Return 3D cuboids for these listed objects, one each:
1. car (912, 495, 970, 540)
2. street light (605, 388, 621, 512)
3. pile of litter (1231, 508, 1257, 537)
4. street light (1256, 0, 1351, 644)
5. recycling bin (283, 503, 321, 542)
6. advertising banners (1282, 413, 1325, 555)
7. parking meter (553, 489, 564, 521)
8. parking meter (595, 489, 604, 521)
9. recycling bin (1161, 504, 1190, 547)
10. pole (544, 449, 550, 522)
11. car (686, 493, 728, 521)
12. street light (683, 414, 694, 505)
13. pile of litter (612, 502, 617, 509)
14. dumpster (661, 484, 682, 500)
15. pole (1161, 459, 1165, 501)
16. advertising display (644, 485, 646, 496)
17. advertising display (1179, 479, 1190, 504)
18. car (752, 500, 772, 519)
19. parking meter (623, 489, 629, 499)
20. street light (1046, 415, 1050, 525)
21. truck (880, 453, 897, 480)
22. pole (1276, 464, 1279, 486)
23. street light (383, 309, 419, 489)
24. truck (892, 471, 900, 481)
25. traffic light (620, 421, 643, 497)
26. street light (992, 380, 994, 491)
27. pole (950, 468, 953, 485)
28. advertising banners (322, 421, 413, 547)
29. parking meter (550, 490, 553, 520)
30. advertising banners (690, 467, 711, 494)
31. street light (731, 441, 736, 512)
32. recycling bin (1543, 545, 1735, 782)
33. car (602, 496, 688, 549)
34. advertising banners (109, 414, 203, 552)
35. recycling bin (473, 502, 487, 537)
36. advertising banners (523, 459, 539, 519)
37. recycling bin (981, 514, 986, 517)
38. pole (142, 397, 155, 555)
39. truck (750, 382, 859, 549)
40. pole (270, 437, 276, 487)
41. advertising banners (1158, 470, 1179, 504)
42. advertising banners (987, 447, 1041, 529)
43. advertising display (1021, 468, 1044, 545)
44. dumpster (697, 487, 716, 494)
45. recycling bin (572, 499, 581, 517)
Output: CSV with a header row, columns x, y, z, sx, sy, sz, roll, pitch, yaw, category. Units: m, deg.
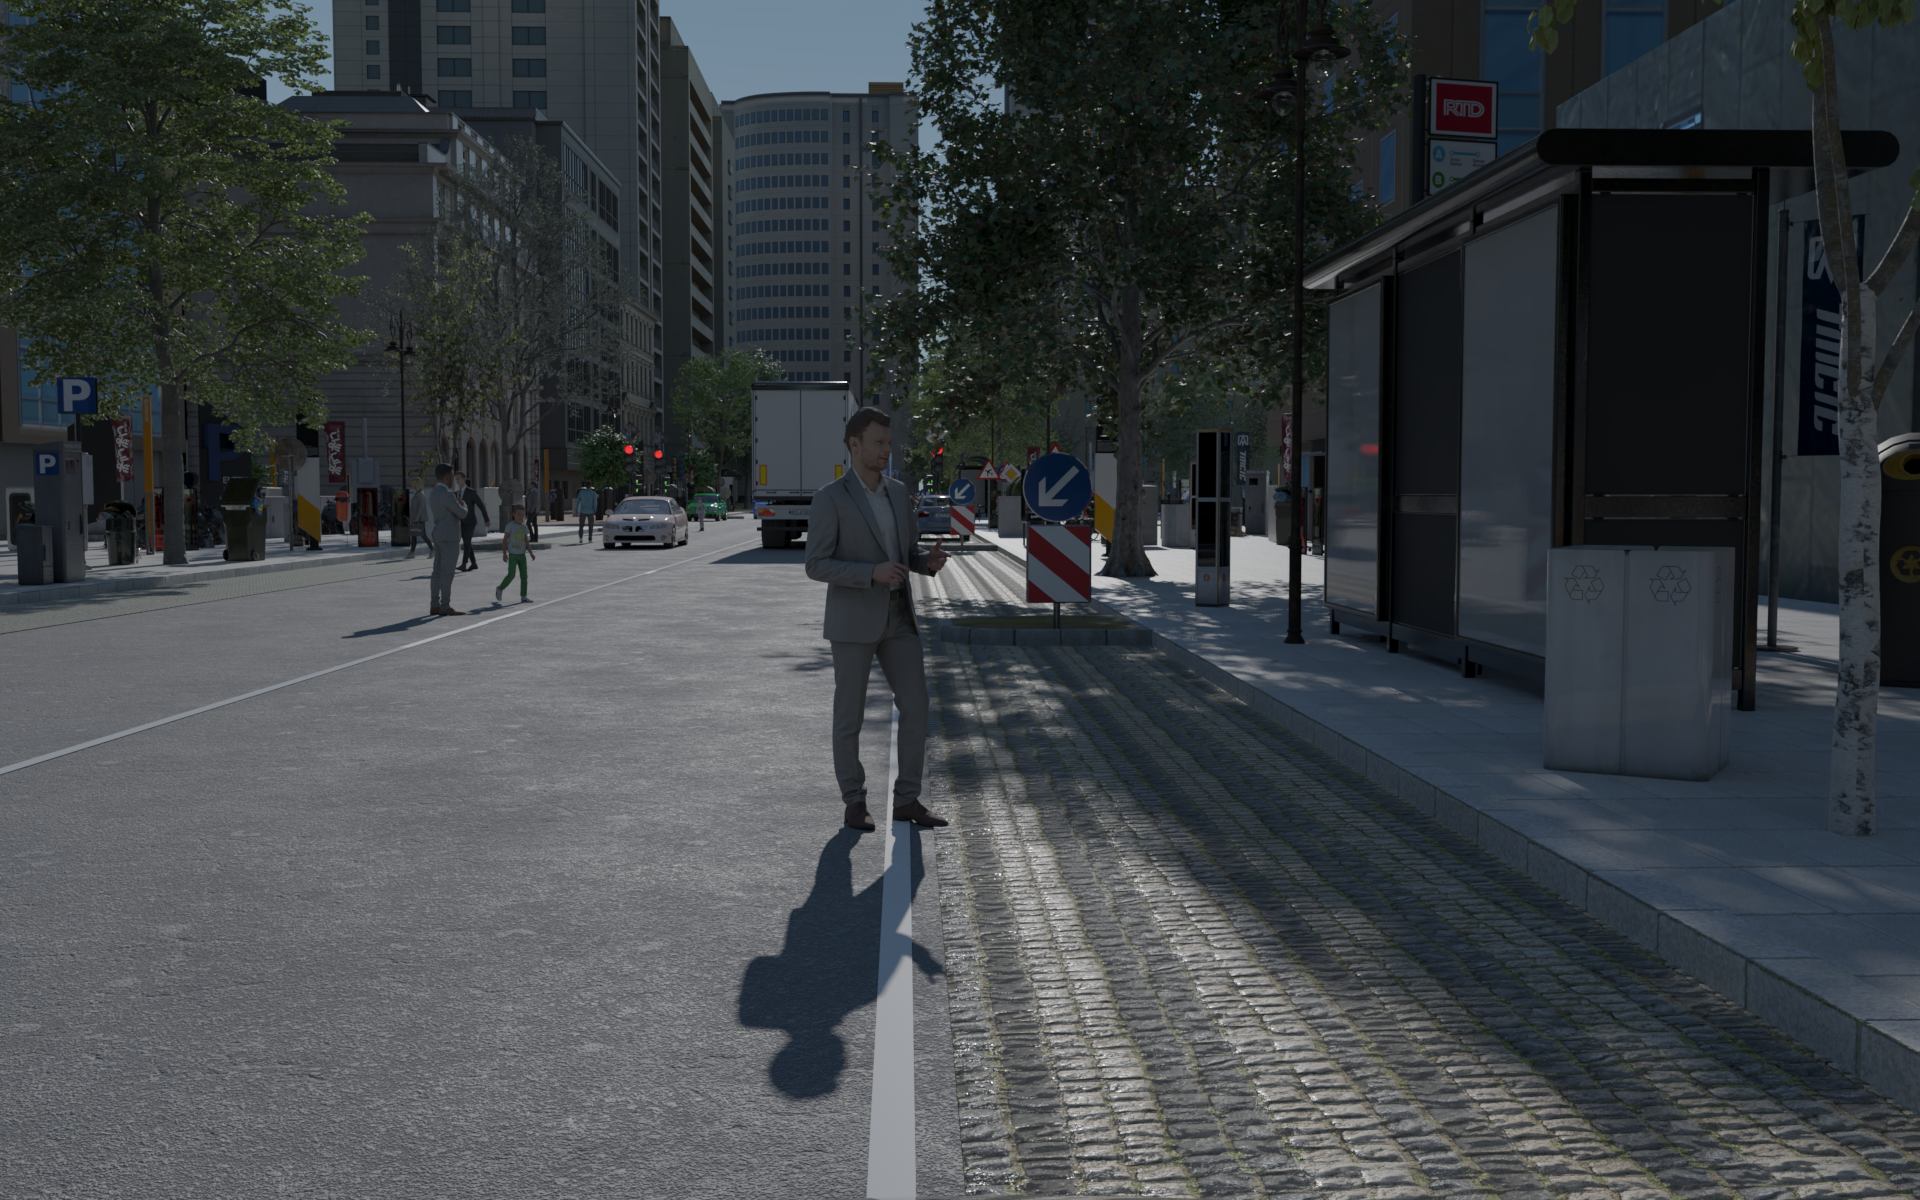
x,y,z,sx,sy,sz,roll,pitch,yaw,category
-0.600,-2.598,54.472,2.014,1.417,4.499,0,4,-2,car
-14.965,-6.236,74.752,0.468,5.910,1.993,0,4,-2,street light
8.179,-2.369,52.698,1.176,0.858,1.719,-3,4,-37,pile of litter
2.879,-2.565,14.728,0.468,5.910,1.993,0,4,-2,street light
-17.731,-2.088,46.691,0.722,1.027,0.722,1,4,10,recycling bin
7.317,-2.495,36.980,0.090,3.025,2.074,-1,4,-15,advertising banners
-18.945,-4.502,82.019,0.372,1.533,0.369,0,3,0,parking meter
-18.956,-5.061,91.159,0.372,1.533,0.369,0,3,0,parking meter
5.393,-1.817,42.255,0.722,1.027,0.722,-2,4,-26,recycling bin
-18.876,-5.217,79.140,0.158,3.312,0.155,0,3,0,pole
-13.384,-5.062,91.562,1.959,1.807,4.718,0,4,-1,car
-15.764,-7.826,100.751,0.468,5.910,1.993,0,4,-2,street light
-18.184,-4.828,92.894,1.176,0.858,1.719,-1,4,-22,pile of litter
-17.468,-6.029,104.337,1.264,1.857,1.865,0,4,-2,dumpster
11.651,-6.467,99.578,0.158,3.312,0.155,0,3,0,pole
-23.422,-7.429,126.679,0.974,1.923,0.123,-1,4,-10,advertising display
9.853,-4.335,76.085,0.123,1.923,0.974,2,4,31,advertising display
-11.030,-5.548,100.304,1.945,1.707,3.694,0,4,-2,car
-21.292,-6.310,111.571,0.372,1.533,0.369,0,3,0,parking meter
2.067,-4.140,40.470,0.468,5.910,1.993,0,4,-2,street light
-4.846,-6.229,91.597,2.967,4.110,18.799,0,4,-2,truck
21.387,-7.509,116.610,0.158,3.312,0.155,0,3,0,pole
-13.994,-4.326,43.526,0.468,5.910,1.993,0,4,-2,street light
-7.838,-12.509,194.276,2.967,4.110,18.799,0,4,-2,truck
-12.656,-4.751,66.593,0.839,4.253,0.868,0,4,-2,traffic light
1.249,-5.711,66.159,0.468,5.910,1.993,0,4,-2,street light
-0.627,-7.920,123.330,0.158,3.312,0.155,0,3,0,pole
-14.307,-2.795,41.887,2.074,3.025,0.090,-2,4,-25,advertising banners
-20.166,-4.747,86.016,0.372,1.533,0.369,0,3,0,parking meter
-16.443,-6.947,109.764,2.074,3.025,0.090,3,4,38,advertising banners
-16.568,-9.398,126.440,0.468,5.910,1.993,0,4,-2,street light
3.202,0.269,8.158,0.722,1.027,0.722,2,4,32,recycling bin
-8.509,-2.126,47.116,2.083,1.381,4.827,0,4,-2,car
-17.911,-2.594,38.607,0.090,3.025,2.074,3,4,36,advertising banners
-14.768,-2.439,52.439,0.722,1.027,0.722,-2,4,-30,recycling bin
-21.733,-5.590,87.590,0.090,3.025,2.074,-3,4,-39,advertising banners
1.221,-5.234,98.131,0.722,1.027,0.722,1,4,12,recycling bin
-17.110,-2.611,36.526,0.158,3.312,0.155,0,3,0,pole
-4.154,-3.668,48.882,2.839,4.237,11.283,0,4,-2,truck
-24.595,-4.172,62.053,0.158,3.312,0.155,0,3,0,pole
15.330,-8.052,127.831,2.074,3.025,0.090,-3,5,-41,advertising banners
1.990,-4.157,64.147,2.074,3.025,0.090,1,4,18,advertising banners
1.835,-2.351,43.655,0.123,1.923,0.974,2,4,33,advertising display
-18.582,-7.403,126.799,1.264,1.857,1.865,0,4,-2,dumpster
-21.593,-5.257,98.511,0.722,1.027,0.722,-2,4,-32,recycling bin
